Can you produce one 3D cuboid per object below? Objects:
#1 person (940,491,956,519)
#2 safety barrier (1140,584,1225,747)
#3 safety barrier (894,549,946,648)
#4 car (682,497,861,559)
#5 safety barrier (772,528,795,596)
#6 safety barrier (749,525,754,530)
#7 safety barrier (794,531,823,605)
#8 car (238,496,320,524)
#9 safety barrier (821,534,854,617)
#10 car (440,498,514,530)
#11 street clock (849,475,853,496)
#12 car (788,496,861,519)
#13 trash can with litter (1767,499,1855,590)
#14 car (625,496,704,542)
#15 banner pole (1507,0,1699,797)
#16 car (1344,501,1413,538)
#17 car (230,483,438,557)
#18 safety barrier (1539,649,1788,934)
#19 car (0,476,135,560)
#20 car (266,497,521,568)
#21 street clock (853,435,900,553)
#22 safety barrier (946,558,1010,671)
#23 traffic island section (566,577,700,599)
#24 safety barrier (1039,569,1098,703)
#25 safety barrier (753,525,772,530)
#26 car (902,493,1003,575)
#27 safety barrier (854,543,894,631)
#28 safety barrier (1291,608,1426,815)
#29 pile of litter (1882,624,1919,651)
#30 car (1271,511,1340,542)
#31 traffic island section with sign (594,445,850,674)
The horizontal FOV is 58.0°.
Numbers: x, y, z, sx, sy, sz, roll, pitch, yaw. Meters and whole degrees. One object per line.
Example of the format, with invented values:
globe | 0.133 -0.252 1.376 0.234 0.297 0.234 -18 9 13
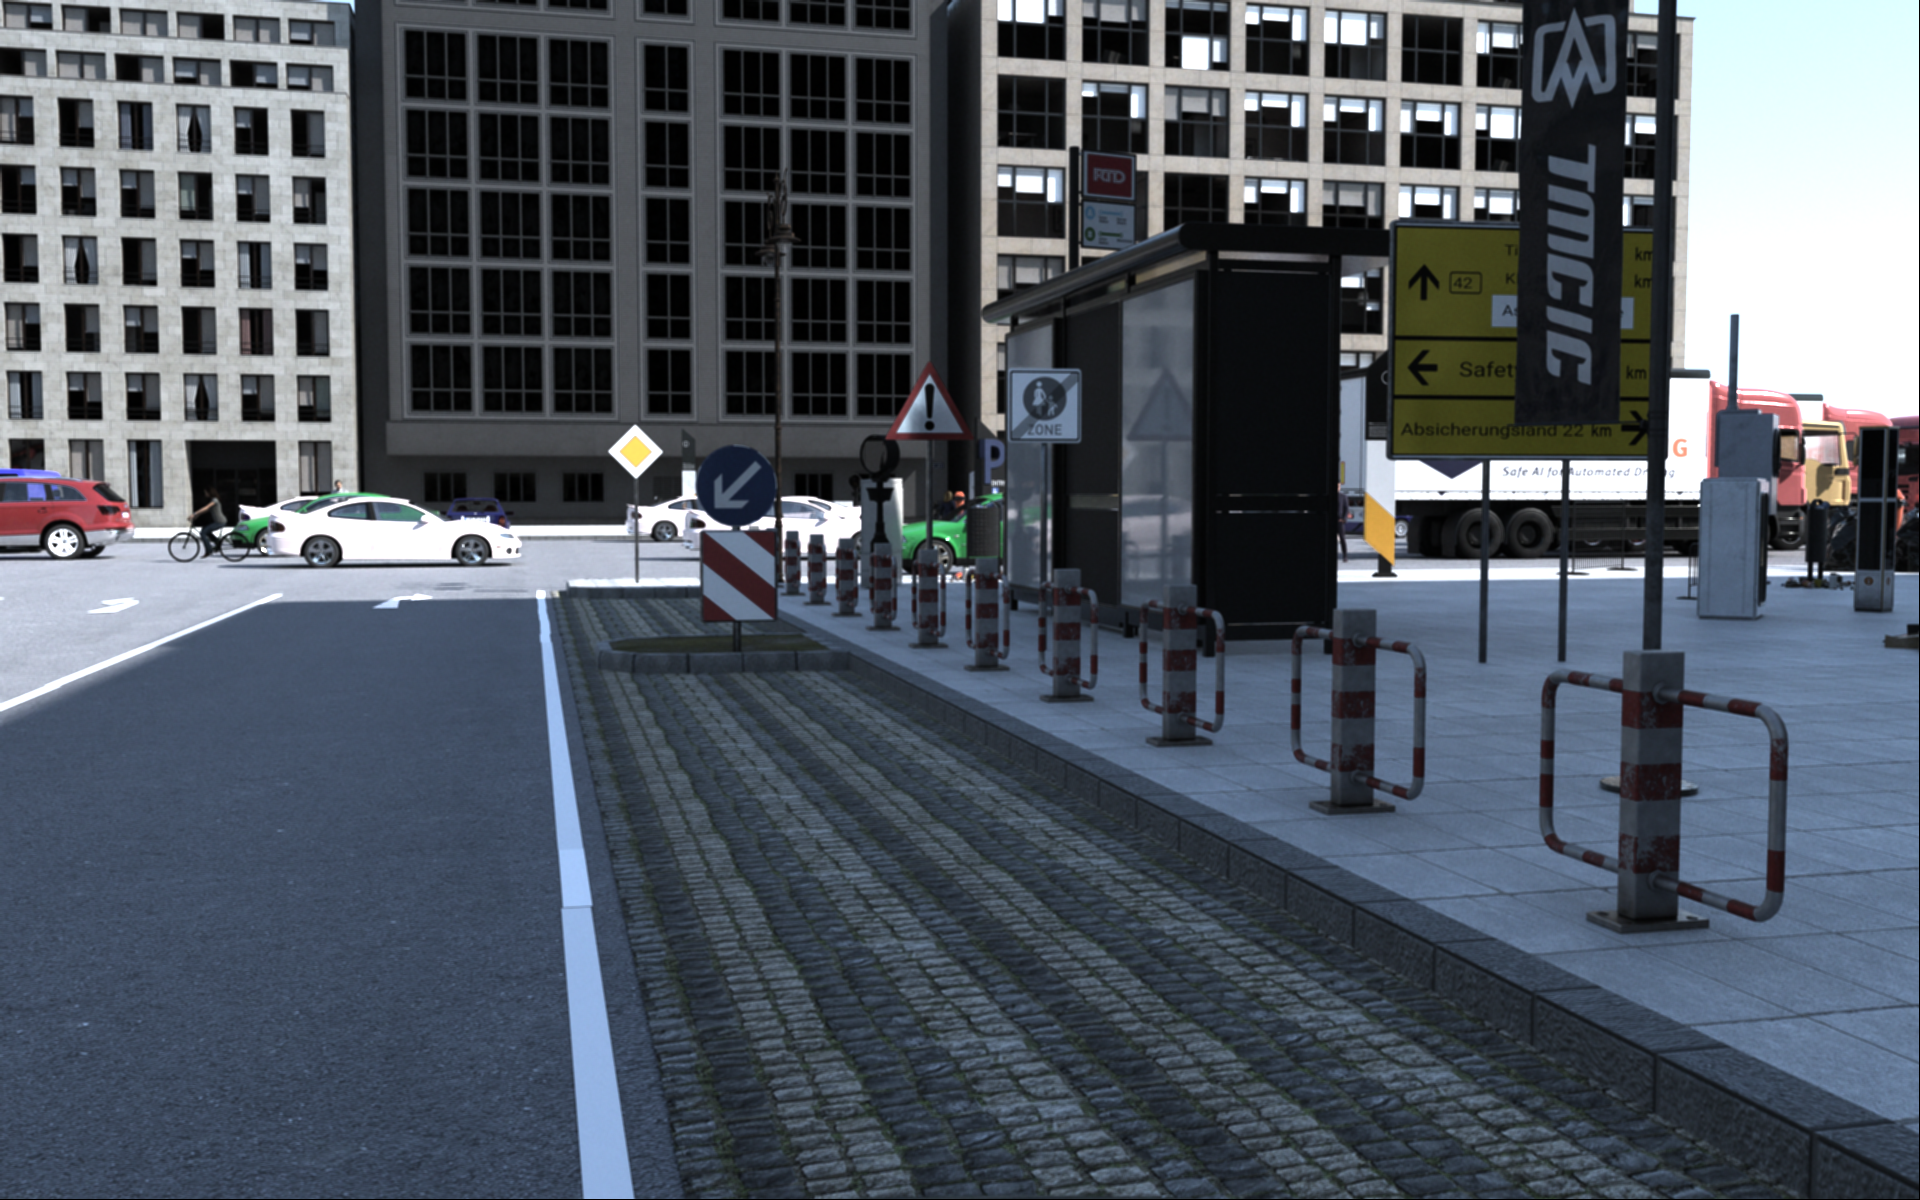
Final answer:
person | -0.334 -2.069 44.871 0.480 1.512 0.613 2 4 25
safety barrier | 1.125 0.331 8.871 0.300 0.817 1.120 -1 4 -14
safety barrier | -0.266 -0.012 14.477 0.300 0.817 1.120 -1 4 -14
car | -3.675 -1.578 38.163 4.827 1.381 2.083 -1 4 -13
safety barrier | -2.121 -0.468 21.930 0.300 0.817 1.120 -1 4 -14
safety barrier | -3.049 -0.697 25.663 0.300 0.817 1.120 -1 4 -14
safety barrier | -1.658 -0.354 20.063 0.300 0.817 1.120 -1 4 -14
car | -17.771 -2.232 48.861 4.827 1.381 2.083 -1 4 -14
safety barrier | -1.192 -0.240 18.200 0.300 0.817 1.120 -1 4 -14
car | -13.055 -2.094 46.818 1.945 1.354 3.894 -1 4 -14
street clock | -3.929 -3.708 65.194 0.471 2.002 0.358 0 4 8
car | -4.957 -2.235 48.897 4.827 1.381 2.083 -1 4 -14
trash can with litter | 12.156 -0.800 24.133 1.678 1.210 2.233 3 5 41
car | -7.717 -2.464 52.643 4.827 1.381 2.083 -1 4 -15
banner pole | 2.810 -1.072 7.549 0.863 3.779 0.401 3 5 39
car | 12.976 -2.702 56.763 3.894 1.354 1.945 -1 4 -14
car | -14.473 -1.931 40.369 4.718 1.807 1.959 -1 4 -15
safety barrier | 2.050 0.559 5.142 0.300 0.817 1.120 -1 4 -14
car | -21.109 -1.802 38.133 5.304 1.827 2.281 -1 4 -13
car | -11.248 -1.356 34.535 4.827 1.381 2.083 -1 4 -15
street clock | -0.983 -1.023 21.289 0.471 2.002 0.358 3 5 41
safety barrier | 0.195 0.102 12.610 0.300 0.817 1.120 -1 4 -14
traffic island section | -4.626 -0.162 24.935 2.009 0.180 2.903 -1 4 -14
safety barrier | 0.662 0.217 10.735 0.300 0.817 1.120 -1 4 -14
safety barrier | -2.584 -0.582 23.797 0.300 0.817 1.120 -1 4 -14
car | 0.734 -1.331 30.565 4.718 1.807 1.959 -1 4 -12
safety barrier | -0.728 -0.126 16.338 0.300 0.817 1.120 -1 4 -14
safety barrier | 1.592 0.444 7.012 0.300 0.817 1.120 -1 4 -14
pile of litter | 8.315 -0.003 14.007 1.176 0.858 1.719 0 4 -8
car | 7.159 -1.891 43.273 4.827 1.381 2.083 -1 4 -14
traffic island section with sign | -2.084 -0.372 14.709 1.989 1.847 2.006 -1 4 -14
